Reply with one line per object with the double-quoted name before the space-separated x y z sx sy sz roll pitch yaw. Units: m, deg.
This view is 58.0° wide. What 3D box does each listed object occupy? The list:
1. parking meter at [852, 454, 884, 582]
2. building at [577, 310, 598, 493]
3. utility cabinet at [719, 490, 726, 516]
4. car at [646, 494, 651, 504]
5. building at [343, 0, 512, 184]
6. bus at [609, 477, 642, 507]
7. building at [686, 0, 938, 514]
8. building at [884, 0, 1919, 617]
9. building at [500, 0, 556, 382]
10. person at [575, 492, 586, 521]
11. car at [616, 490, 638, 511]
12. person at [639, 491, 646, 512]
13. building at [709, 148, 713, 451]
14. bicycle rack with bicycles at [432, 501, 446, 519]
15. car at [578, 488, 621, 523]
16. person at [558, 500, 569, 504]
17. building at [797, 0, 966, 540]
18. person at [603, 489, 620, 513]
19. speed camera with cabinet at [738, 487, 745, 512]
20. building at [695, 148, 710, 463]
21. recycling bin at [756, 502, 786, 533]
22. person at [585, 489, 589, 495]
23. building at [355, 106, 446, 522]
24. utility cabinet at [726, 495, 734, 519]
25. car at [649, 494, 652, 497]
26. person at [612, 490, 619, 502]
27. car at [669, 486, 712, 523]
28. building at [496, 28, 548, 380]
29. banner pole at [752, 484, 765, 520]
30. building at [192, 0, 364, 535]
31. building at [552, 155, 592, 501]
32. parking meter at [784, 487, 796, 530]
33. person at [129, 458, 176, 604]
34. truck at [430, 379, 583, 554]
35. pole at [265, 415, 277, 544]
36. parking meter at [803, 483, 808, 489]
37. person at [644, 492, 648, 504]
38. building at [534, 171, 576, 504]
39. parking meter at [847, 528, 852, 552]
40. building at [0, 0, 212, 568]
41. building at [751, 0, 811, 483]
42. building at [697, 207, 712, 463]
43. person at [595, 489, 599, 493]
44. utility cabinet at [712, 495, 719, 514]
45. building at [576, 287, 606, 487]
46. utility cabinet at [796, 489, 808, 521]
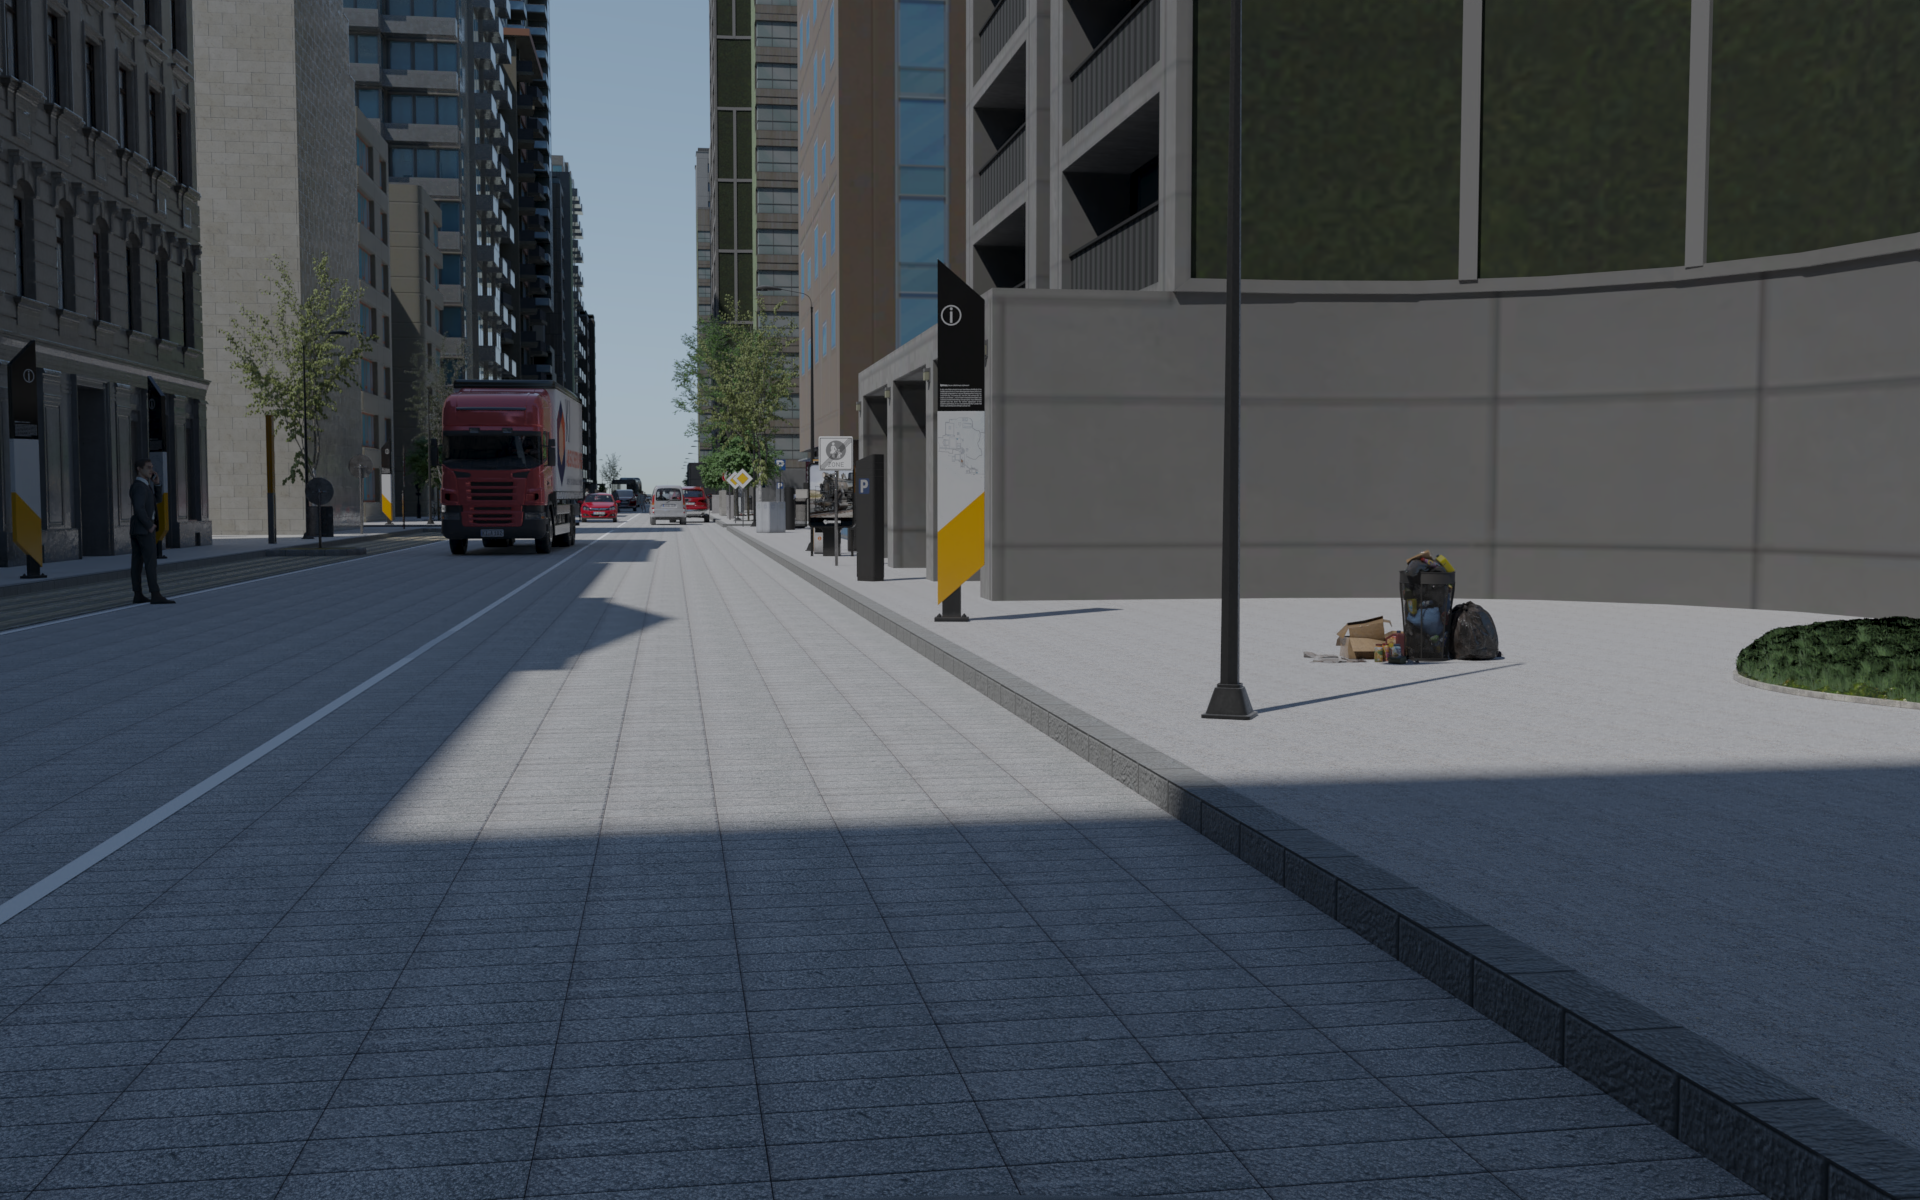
"parking meter" -1.327 -1.211 25.503 0.399 1.863 0.255 3 5 44
"building" -63.454 -30.277 266.730 14.160 30.474 14.107 -1 4 -9
"utility cabinet" -13.981 -5.706 101.964 0.318 1.500 1.173 -1 4 -14
"car" -47.005 -15.069 258.170 2.131 1.459 4.920 -1 4 -11
"building" -44.758 -30.998 126.430 23.786 49.044 30.456 -1 4 -9
"bus" -35.945 -11.748 186.933 2.948 3.499 13.247 0 4 -8
"building" -11.683 -42.812 138.234 20.563 71.187 20.611 -1 4 -9
"building" 9.700 -35.869 24.710 20.563 71.187 20.611 -1 4 -9
"building" -54.604 -53.536 187.992 22.319 86.520 31.000 -1 4 -9
"person" -19.978 -5.083 91.392 0.659 1.850 0.755 -1 4 -19
"car" -28.121 -8.340 145.037 2.281 1.827 5.304 -1 4 -11
"person" -24.781 -7.692 135.269 0.512 1.701 0.522 0 4 -6
"building" -19.849 -36.112 214.133 21.300 48.544 21.600 -1 4 -9
"bicycle rack with bicycles" -25.646 -4.608 88.726 2.852 0.926 2.925 -2 4 -31
"car" -18.395 -4.850 88.344 2.155 1.783 4.494 -1 4 -11
"person" -17.856 -4.218 77.633 0.590 1.801 0.661 3 5 42
"building" 2.520 -24.573 51.888 14.600 45.320 14.200 -1 4 -9
"person" -26.612 -7.533 131.883 1.509 1.804 0.699 -2 4 -25
"speed camera with cabinet" -15.439 -7.766 121.308 0.660 3.252 2.038 0 4 -4
"building" -34.148 -46.025 294.505 21.231 58.520 28.212 -1 4 -9
"recycling bin" -6.255 -2.737 57.297 0.722 1.027 0.722 -3 5 -43
"person" -25.193 -6.645 117.330 0.511 1.800 0.466 1 4 18
"building" -42.824 -14.950 89.466 27.650 21.520 28.899 -1 4 -9
"utility cabinet" -12.006 -4.849 90.445 0.306 1.237 1.020 -1 4 -13
"car" -54.062 -17.757 300.105 2.009 1.686 4.222 0 4 -8
"person" -27.633 -7.938 138.689 0.661 1.777 0.834 -1 4 -14
"car" -13.762 -4.862 88.173 2.281 1.827 5.304 -1 4 -8
"building" -49.995 -30.894 159.743 22.147 44.769 28.867 -1 4 -9
"banner pole" -9.915 -5.833 85.379 0.863 3.779 0.401 -3 5 -43
"building" -29.739 -12.411 57.674 16.860 20.320 10.420 -1 4 -9
"building" -64.463 -38.155 243.448 23.786 49.044 30.456 -1 4 -9
"parking meter" -6.070 -3.262 61.750 0.372 1.533 0.369 0 3 0
"person" -10.628 -0.908 22.709 0.474 1.900 0.648 -3 4 -38
"truck" -11.463 -3.419 44.810 2.839 4.237 11.283 0 4 -8
"pole" -17.754 -3.106 44.629 0.158 3.312 0.155 0 3 0
"parking meter" -7.834 -5.033 87.997 0.255 1.863 0.399 0 4 -8
"person" -44.436 -14.385 244.244 0.990 1.755 0.434 1 4 16
"building" -54.898 -32.353 212.565 14.154 41.232 14.086 -1 4 -9
"parking meter" -2.367 -2.010 38.570 0.255 1.863 0.399 -1 4 -10
"building" -22.036 -11.279 33.556 9.793 20.994 18.267 -1 4 -9
"building" -6.727 -26.344 114.323 14.154 41.232 14.086 -1 4 -9
"building" -30.648 -34.599 249.287 14.154 41.232 14.086 -1 4 -9
"person" -21.753 -5.805 104.248 0.643 1.720 0.563 1 4 14
"utility cabinet" -15.839 -6.303 114.216 1.020 1.237 0.306 0 4 -7
"building" -74.885 -36.203 283.806 32.217 40.220 23.993 -1 4 -9
"utility cabinet" -7.363 -4.481 81.949 0.318 1.500 1.173 -2 4 -32
